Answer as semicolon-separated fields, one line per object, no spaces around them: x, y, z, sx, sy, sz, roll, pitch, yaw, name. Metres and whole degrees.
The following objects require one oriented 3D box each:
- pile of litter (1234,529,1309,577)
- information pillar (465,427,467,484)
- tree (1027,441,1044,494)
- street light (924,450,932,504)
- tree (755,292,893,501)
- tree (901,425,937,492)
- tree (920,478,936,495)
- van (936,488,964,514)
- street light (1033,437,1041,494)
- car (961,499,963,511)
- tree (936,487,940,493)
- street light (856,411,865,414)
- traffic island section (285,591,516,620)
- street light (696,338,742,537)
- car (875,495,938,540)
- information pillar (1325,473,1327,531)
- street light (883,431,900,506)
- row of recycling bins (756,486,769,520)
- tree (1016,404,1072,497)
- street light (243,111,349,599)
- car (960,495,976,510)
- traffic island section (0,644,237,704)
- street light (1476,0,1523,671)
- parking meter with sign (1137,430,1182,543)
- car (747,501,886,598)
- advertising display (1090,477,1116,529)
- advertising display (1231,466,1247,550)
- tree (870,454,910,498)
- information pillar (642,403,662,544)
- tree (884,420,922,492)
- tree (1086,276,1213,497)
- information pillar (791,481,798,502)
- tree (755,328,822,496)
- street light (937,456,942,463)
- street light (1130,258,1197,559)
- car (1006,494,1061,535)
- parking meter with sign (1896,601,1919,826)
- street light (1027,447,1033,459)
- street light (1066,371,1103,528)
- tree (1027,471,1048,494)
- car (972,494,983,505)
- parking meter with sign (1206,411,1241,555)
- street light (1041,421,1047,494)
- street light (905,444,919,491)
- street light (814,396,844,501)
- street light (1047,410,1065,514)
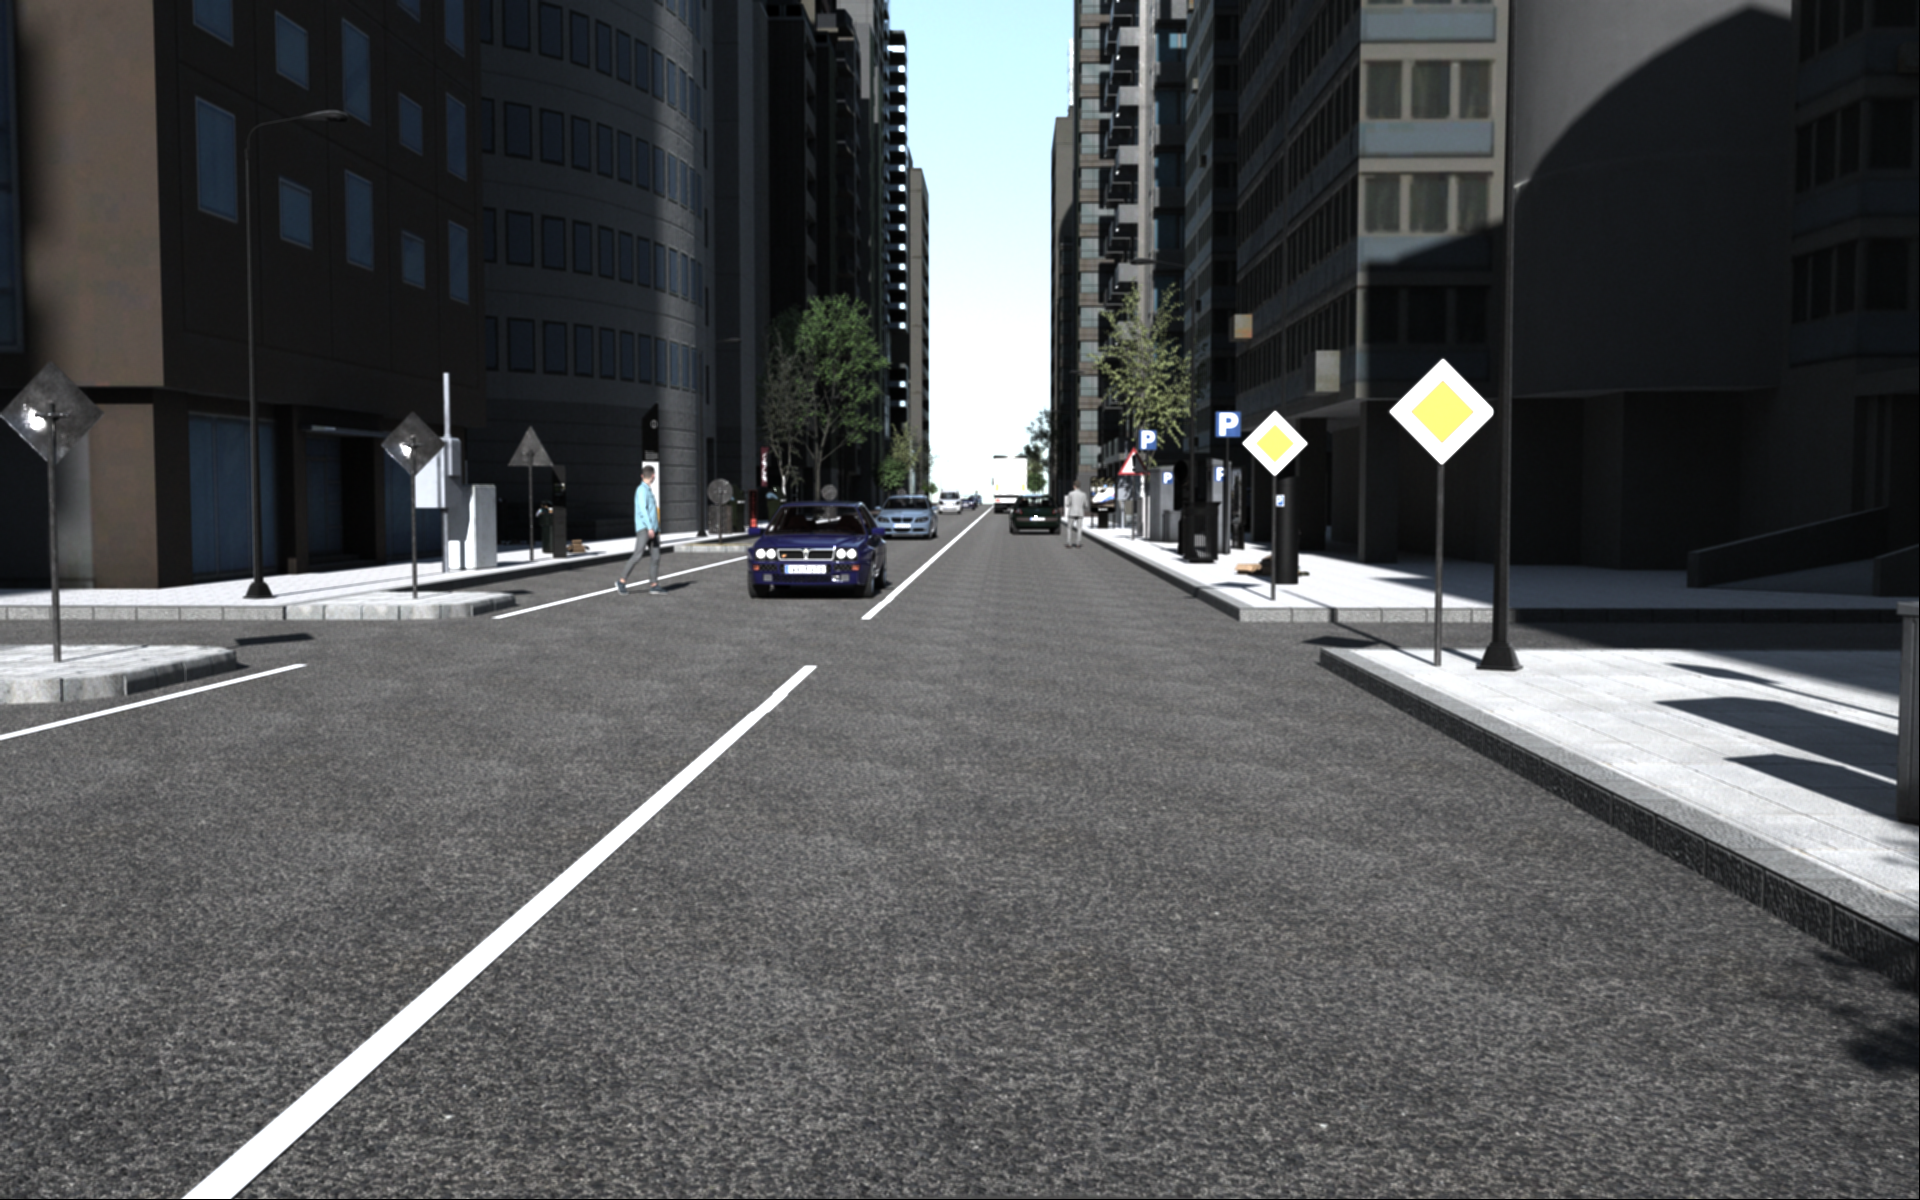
4.956;-0.830;27.531;1.176;0.858;1.719;1;4;10;pile of litter
-12.193;-3.109;42.185;0.183;3.616;0.504;1;4;21;information pillar
10.401;-18.256;248.840;4.737;8.622;4.395;0;3;0;tree
-3.740;-12.731;180.686;1.470;5.913;1.316;0;4;2;street light
-7.292;-9.988;89.061;9.928;11.665;9.643;0;3;0;tree
-4.323;-14.353;185.027;4.360;8.622;3.978;0;3;0;tree
-4.173;-12.904;205.583;1.663;3.219;1.824;0;3;0;tree
-0.735;-7.180;124.406;2.013;2.044;4.112;0;3;0;van
6.914;-10.274;140.525;1.470;5.913;1.316;0;4;2;street light
-0.696;-8.346;146.245;2.009;1.686;4.222;0;4;3;car
-3.639;-14.976;239.462;1.663;3.219;1.824;0;3;0;tree
-6.056;-7.644;97.521;1.470;5.913;1.316;0;4;2;street light
-6.689;0.066;21.196;2.009;0.180;2.903;0;4;2;traffic island section
-7.212;-4.850;51.837;1.470;5.913;1.316;0;4;2;street light
-1.689;-2.676;55.752;2.014;1.417;4.499;0;4;3;car
12.559;-3.406;60.180;0.304;2.012;0.304;0;4;1;information pillar
-5.144;-9.537;128.469;1.470;5.913;1.316;0;4;2;street light
-10.754;-4.824;85.983;3.534;1.692;1.069;3;5;41;row of recycling bins
9.290;-15.050;180.487;7.601;10.594;8.767;-2;4;-27;tree
-8.105;-2.974;21.162;1.470;5.913;1.316;0;4;2;street light
0.516;-8.783;156.186;1.945;1.354;3.894;0;4;1;car
-6.907;0.555;13.214;2.009;0.180;2.903;0;4;2;traffic island section
3.424;-2.448;12.562;1.470;5.913;1.316;0;4;2;street light
5.373;-3.058;46.255;0.543;3.016;1.738;-1;4;-21;parking meter with sign
-2.019;-0.764;25.064;1.945;1.354;3.894;0;4;1;car
5.321;-3.616;64.331;0.974;1.923;0.123;1;4;22;advertising display
6.481;-2.148;40.327;0.123;1.923;0.974;0;4;-6;advertising display
-5.734;-9.668;141.780;4.285;4.588;4.351;0;3;0;tree
-7.894;-3.237;44.275;0.183;3.616;0.504;3;5;40;information pillar
-5.791;-13.541;171.749;4.737;8.622;4.395;0;3;0;tree
6.519;-6.675;59.501;4.737;8.622;4.395;0;3;0;tree
-9.216;-5.631;96.554;0.304;2.012;0.304;0;4;5;information pillar
-7.889;-7.681;75.950;4.360;8.622;3.978;0;3;0;tree
-3.007;-14.607;211.365;1.470;5.913;1.316;0;4;2;street light
4.051;-3.774;34.247;1.470;5.913;1.316;0;4;2;street light
2.692;-3.225;62.516;2.009;1.686;4.222;0;4;0;car
4.522;-0.647;6.844;1.738;3.016;0.543;-1;4;-23;parking meter with sign
7.687;-12.176;171.622;1.470;5.913;1.316;0;4;2;street light
4.817;-5.670;65.241;1.470;5.913;1.316;0;4;2;street light
10.232;-15.326;234.298;4.285;4.588;4.351;0;3;0;tree
2.149;-13.875;238.865;2.014;1.417;4.499;0;4;1;car
5.608;-2.516;37.394;0.543;3.016;1.738;0;4;-2;parking meter with sign
6.060;-8.371;109.405;1.470;5.913;1.316;0;4;2;street light
-4.463;-11.438;159.556;1.470;5.913;1.316;0;4;2;street light
-6.377;-6.726;82.513;1.470;5.913;1.316;0;4;2;street light
5.694;-7.546;95.916;1.470;5.913;1.316;0;4;2;street light
